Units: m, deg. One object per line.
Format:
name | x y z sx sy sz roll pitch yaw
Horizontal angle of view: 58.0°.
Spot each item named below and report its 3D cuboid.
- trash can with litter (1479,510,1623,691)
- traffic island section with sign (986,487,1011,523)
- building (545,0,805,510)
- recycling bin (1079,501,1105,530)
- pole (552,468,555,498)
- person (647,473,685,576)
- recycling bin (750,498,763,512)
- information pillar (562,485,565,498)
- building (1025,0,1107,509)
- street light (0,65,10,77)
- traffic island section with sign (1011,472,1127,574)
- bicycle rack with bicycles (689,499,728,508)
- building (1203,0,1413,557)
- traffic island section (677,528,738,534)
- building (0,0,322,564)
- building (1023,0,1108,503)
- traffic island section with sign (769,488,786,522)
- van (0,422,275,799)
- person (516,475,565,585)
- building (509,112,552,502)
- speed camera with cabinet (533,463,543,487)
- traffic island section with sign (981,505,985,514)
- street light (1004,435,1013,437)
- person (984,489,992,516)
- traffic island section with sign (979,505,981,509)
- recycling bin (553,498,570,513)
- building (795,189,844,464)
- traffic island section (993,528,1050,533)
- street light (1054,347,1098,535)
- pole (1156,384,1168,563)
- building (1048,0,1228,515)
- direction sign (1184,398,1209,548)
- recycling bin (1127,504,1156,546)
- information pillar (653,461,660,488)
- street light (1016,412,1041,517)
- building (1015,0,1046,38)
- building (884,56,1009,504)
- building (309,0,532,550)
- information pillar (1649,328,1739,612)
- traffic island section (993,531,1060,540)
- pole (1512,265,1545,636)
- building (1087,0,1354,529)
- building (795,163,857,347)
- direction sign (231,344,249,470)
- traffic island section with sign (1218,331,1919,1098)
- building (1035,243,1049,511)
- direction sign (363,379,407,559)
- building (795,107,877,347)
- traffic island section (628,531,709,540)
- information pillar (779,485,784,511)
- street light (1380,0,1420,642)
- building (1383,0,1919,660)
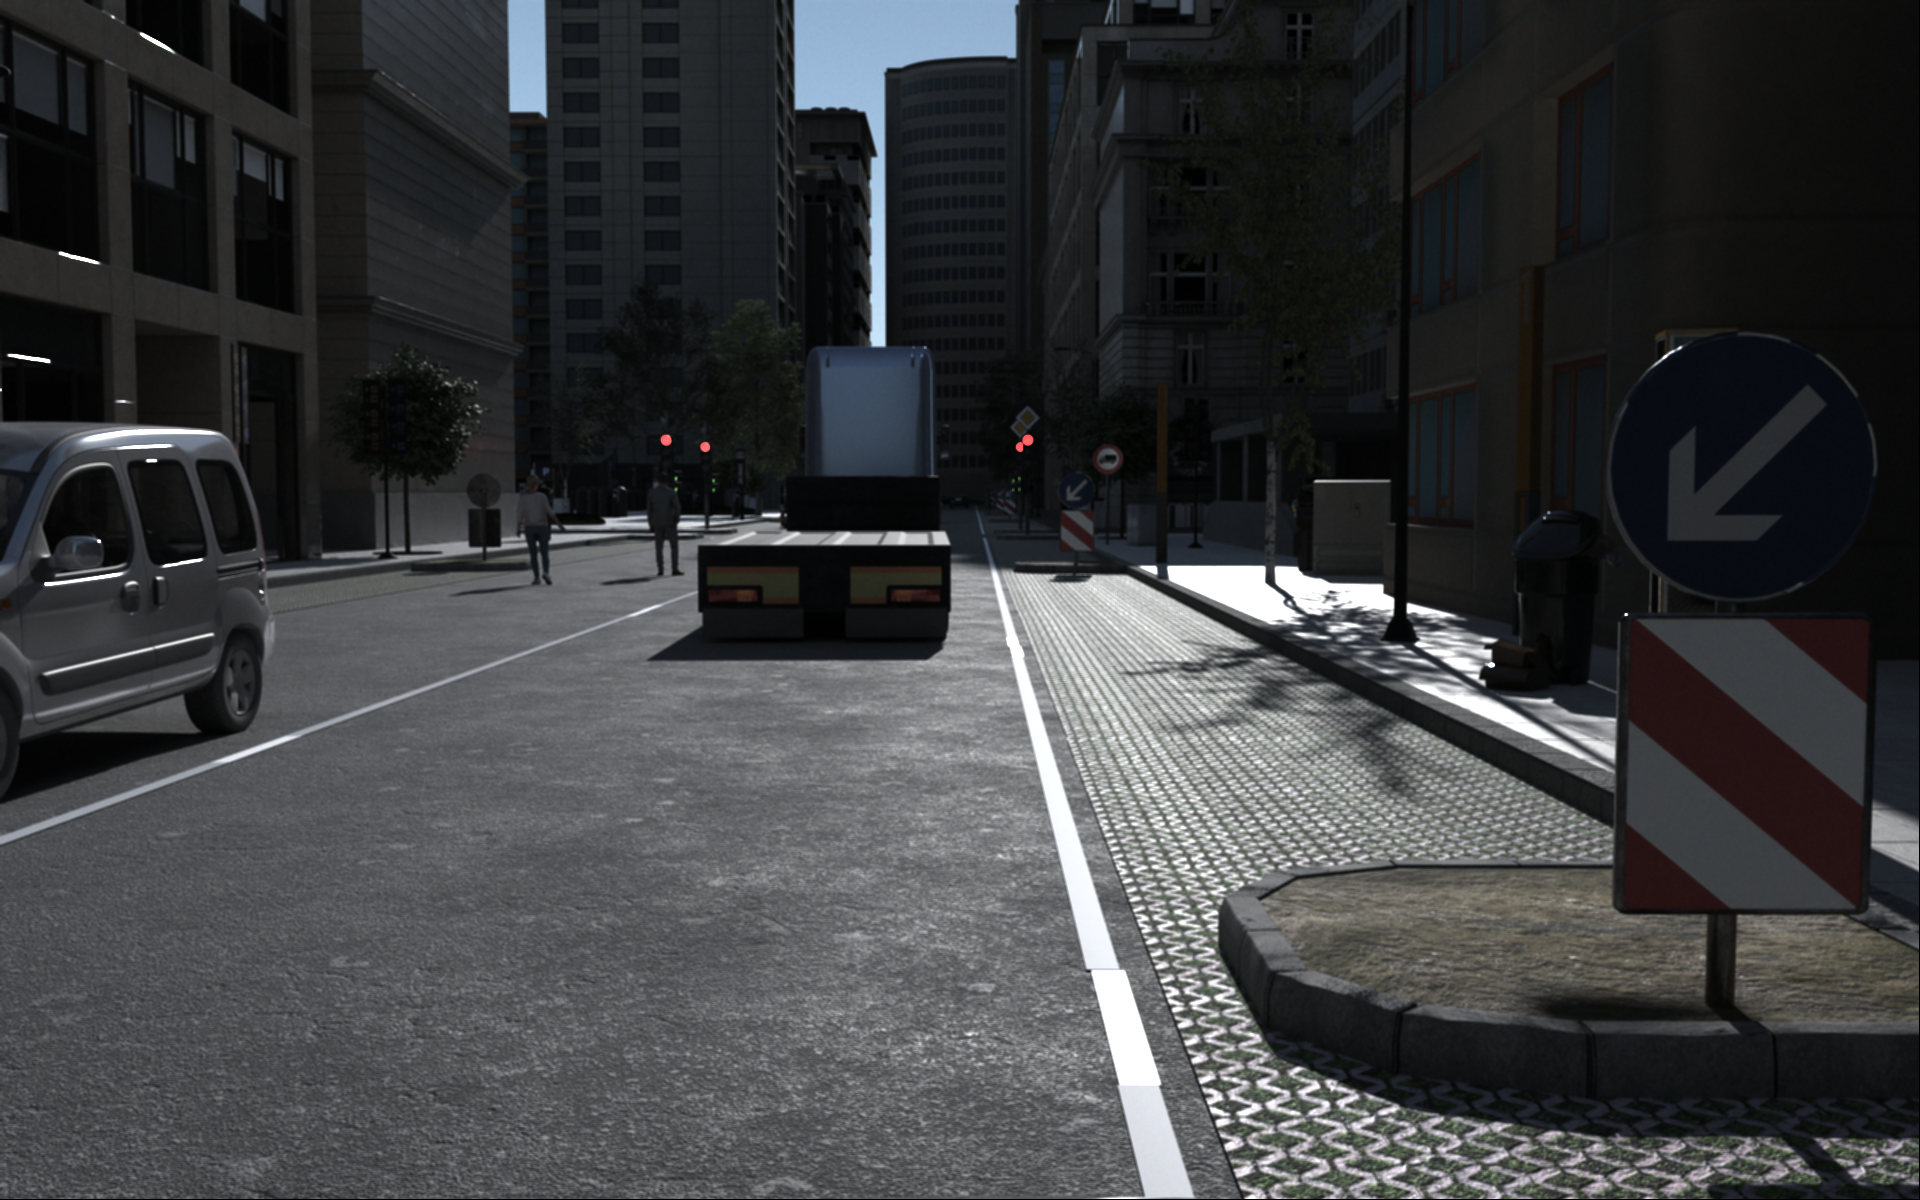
trash can with litter | 3.938 -0.012 11.581 0.624 1.170 1.055 3 5 42
traffic island section with sign | 2.394 -4.828 87.565 1.989 1.847 2.006 0 4 0
building | -22.496 -43.359 147.178 20.563 71.187 20.611 0 4 0
recycling bin | 4.745 -3.042 62.288 0.722 1.027 0.722 -2 4 -25
pole | -31.615 -8.618 134.744 0.158 3.312 0.155 0 3 0
person | -5.199 -1.340 30.509 0.635 1.810 0.391 0 4 -1
recycling bin | -14.772 -6.914 125.599 0.722 1.027 0.722 -2 4 -26
information pillar | -30.372 -7.857 132.956 0.304 2.012 0.304 0 4 4
building | 13.055 -30.970 156.471 14.600 45.320 14.200 0 4 0
street light | -10.962 -2.833 18.866 1.470 5.913 1.316 0 4 0
traffic island section with sign | 2.000 -1.428 31.975 1.989 1.847 2.006 0 4 0
bicycle rack with bicycles | -17.884 -6.682 122.638 2.925 0.926 2.852 -3 4 -37
building | 22.959 -21.349 40.932 32.217 40.220 23.993 0 4 0
traffic island section | -9.224 -2.494 63.052 2.009 0.180 2.903 0 4 0
building | -22.272 -12.957 16.362 19.350 26.468 34.151 0 4 0
building | 16.929 -44.951 173.202 20.563 71.187 20.611 0 4 0
traffic island section with sign | -8.713 -4.904 88.814 1.989 1.847 2.006 0 4 0
van | -5.172 -0.126 9.074 2.013 2.044 4.112 0 4 2
person | -6.626 -1.118 27.451 0.731 1.740 0.598 -2 4 -24
building | -50.480 -33.452 201.564 28.867 44.769 22.147 0 4 0
speed camera with cabinet | -26.195 -6.962 108.169 0.660 3.252 2.038 -2 4 -29
traffic island section with sign | 2.595 -6.517 115.173 1.989 1.847 2.006 0 4 0
street light | 4.211 -10.063 137.074 1.470 5.913 1.316 0 4 0
person | 1.825 -6.398 113.349 0.529 1.795 0.600 0 4 -7
traffic island section with sign | 2.948 -9.584 165.328 1.989 1.847 2.006 0 4 0
recycling bin | -23.465 -5.472 102.020 0.722 1.027 0.722 2 4 24
building | -18.599 -24.124 166.134 14.160 30.474 14.107 0 4 0
traffic island section | 2.217 -2.488 62.967 2.009 0.180 2.903 0 4 0
street light | 3.654 -5.028 54.752 1.470 5.913 1.316 0 4 0
pole | 3.746 -2.340 32.095 0.158 3.312 0.155 0 3 0
building | 15.432 -17.986 98.580 19.350 26.468 34.151 0 4 0
direction sign | 5.614 -3.008 41.184 0.876 3.537 0.379 -3 5 -44
recycling bin | 4.608 -1.866 43.055 0.722 1.027 0.722 -1 4 -17
information pillar | -21.305 -7.973 121.705 0.504 3.616 0.183 1 4 15
street light | 3.865 -7.650 97.620 1.470 5.913 1.316 0 4 0
building | 16.885 -40.123 198.017 21.231 58.520 28.212 0 4 0
building | 4.270 -42.175 231.563 28.212 58.520 21.231 0 4 0
building | -24.512 -15.792 45.587 23.554 28.519 14.401 0 4 0
information pillar | 3.323 -0.207 7.877 0.304 2.012 0.304 1 4 13
traffic island section | 2.160 -2.000 54.982 2.009 0.180 2.903 0 4 0
pole | 5.122 -1.331 15.599 0.158 3.312 0.155 0 3 0
building | 17.528 -13.889 68.889 24.055 21.916 13.314 0 4 0
building | -24.084 -30.882 196.803 23.993 40.220 32.217 0 4 0
direction sign | -11.030 -2.116 26.599 0.379 3.537 0.876 -1 4 -9
traffic island section with sign | 1.812 0.221 5.021 1.989 1.847 2.006 0 4 0
building | 11.671 -17.793 127.079 11.583 22.565 21.152 0 4 0
direction sign | -11.378 -2.589 34.332 0.876 3.537 0.379 0 4 7
building | -23.551 -39.575 236.292 27.495 52.752 28.713 0 4 0
traffic island section | -9.281 -2.005 55.068 2.009 0.180 2.903 0 4 0
information pillar | -13.834 -7.938 134.273 0.304 2.012 0.304 -1 4 -21
street light | 3.318 -2.598 15.022 1.470 5.913 1.316 0 4 0
building | 19.174 -9.915 7.148 27.650 21.520 28.899 0 4 0
